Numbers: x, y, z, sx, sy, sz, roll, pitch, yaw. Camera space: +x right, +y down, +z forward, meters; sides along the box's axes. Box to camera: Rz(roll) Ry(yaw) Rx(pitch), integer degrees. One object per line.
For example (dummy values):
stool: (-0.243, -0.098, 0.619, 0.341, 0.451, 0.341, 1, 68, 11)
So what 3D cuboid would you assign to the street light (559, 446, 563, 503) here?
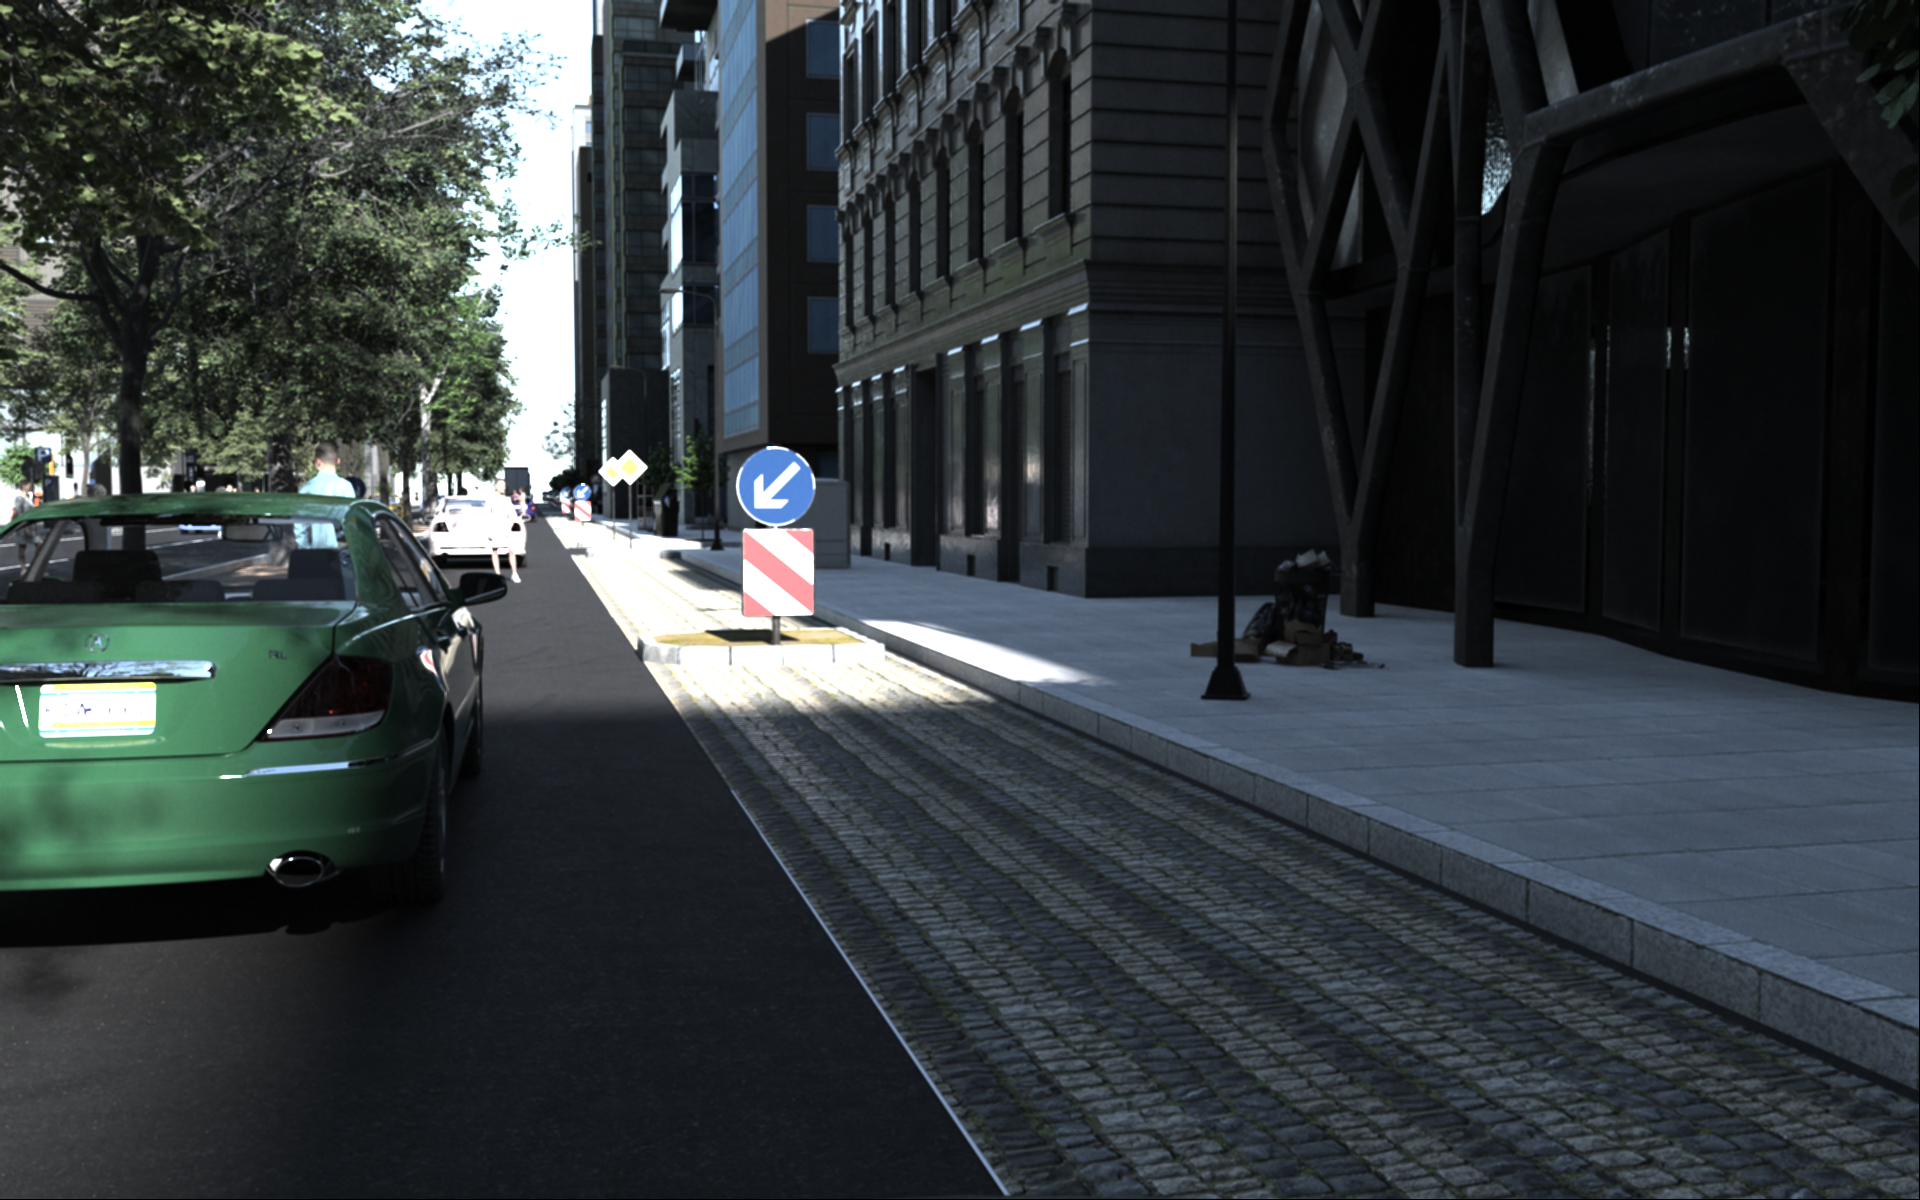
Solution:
street light: (-37.471, -11.842, 166.153, 1.470, 5.913, 1.316, -1, 4, -14)

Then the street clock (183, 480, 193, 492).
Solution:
street clock: (-40.819, -5.324, 91.614, 0.471, 2.002, 0.358, -2, 4, -30)

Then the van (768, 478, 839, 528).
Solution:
van: (-2.772, -2.246, 43.739, 4.112, 2.044, 2.013, -1, 4, -15)

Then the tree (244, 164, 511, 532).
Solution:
tree: (-18.095, -7.691, 53.962, 9.928, 11.665, 9.643, 0, 3, 0)

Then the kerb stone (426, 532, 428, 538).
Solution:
kerb stone: (-17.236, -2.037, 55.498, 0.120, 0.150, 1.000, -1, 4, -14)

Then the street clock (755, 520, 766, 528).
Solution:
street clock: (-4.218, -1.963, 36.663, 0.471, 2.002, 0.358, -3, 4, -38)

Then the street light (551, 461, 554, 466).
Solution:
street light: (-50.392, -15.013, 218.001, 1.470, 5.913, 1.316, -1, 4, -14)

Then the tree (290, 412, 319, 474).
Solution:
tree: (-50.622, -11.035, 130.780, 4.360, 8.622, 3.978, 0, 3, 0)

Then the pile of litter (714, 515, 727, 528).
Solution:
pile of litter: (-8.788, -3.208, 66.415, 1.719, 0.858, 1.176, 2, 4, 34)

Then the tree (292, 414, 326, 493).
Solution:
tree: (-51.607, -11.328, 135.571, 4.737, 8.622, 4.395, 0, 3, 0)

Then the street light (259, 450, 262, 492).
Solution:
street light: (-46.527, -8.810, 116.591, 1.470, 5.913, 1.316, -1, 4, -14)

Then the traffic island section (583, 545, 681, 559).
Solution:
traffic island section: (-7.466, -1.047, 39.395, 2.009, 0.180, 2.903, -1, 4, -14)

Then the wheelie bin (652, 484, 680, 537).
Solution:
wheelie bin: (-9.170, -2.819, 53.994, 0.693, 1.594, 0.980, 0, 4, -5)

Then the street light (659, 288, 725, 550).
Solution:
street light: (-6.073, -4.080, 39.253, 1.470, 5.913, 1.316, -1, 4, -14)

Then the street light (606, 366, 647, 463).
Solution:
street light: (-11.948, -5.522, 62.834, 1.470, 5.913, 1.316, -1, 4, -14)

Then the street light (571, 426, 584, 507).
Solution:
street light: (-25.824, -8.971, 119.212, 1.470, 5.913, 1.316, -1, 4, -14)

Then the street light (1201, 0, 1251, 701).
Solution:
street light: (1.149, -2.329, 10.620, 1.470, 5.913, 1.316, -1, 4, -14)

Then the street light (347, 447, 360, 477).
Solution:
street light: (-60.377, -12.221, 172.358, 1.470, 5.913, 1.316, -1, 4, -14)

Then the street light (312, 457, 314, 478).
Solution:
street light: (-53.385, -10.515, 144.460, 1.470, 5.913, 1.316, -1, 4, -14)

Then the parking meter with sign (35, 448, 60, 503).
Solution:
parking meter with sign: (-34.519, -4.254, 65.809, 0.543, 3.016, 1.738, -1, 4, -11)

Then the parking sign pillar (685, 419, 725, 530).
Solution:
parking sign pillar: (-9.248, -4.539, 62.691, 1.447, 3.967, 1.447, 0, 4, 5)

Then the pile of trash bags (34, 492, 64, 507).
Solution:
pile of trash bags: (-50.541, -5.321, 96.744, 3.447, 1.369, 1.912, 2, 4, 23)

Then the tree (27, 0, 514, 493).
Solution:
tree: (-13.308, -7.623, 33.756, 9.857, 13.997, 8.962, 0, 3, 0)

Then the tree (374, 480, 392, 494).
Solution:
tree: (-73.244, -13.762, 219.608, 1.663, 3.219, 1.824, 0, 3, 0)

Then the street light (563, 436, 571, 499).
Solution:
street light: (-30.665, -10.136, 138.271, 1.470, 5.913, 1.316, -1, 4, -14)

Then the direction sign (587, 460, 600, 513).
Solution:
direction sign: (-24.299, -7.511, 114.809, 0.876, 3.537, 0.379, -2, 4, -35)

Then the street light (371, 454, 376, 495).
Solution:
street light: (-66.724, -13.803, 198.227, 1.470, 5.913, 1.316, -1, 4, -14)

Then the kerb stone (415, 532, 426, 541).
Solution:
kerb stone: (-16.991, -1.976, 54.506, 0.120, 0.150, 1.000, -1, 4, -14)

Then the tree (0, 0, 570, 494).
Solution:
tree: (-9.958, -6.587, 20.520, 12.009, 13.543, 11.850, 0, 3, 0)

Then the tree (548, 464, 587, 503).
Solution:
tree: (-42.265, -12.521, 188.424, 4.285, 4.588, 4.351, 0, 3, 0)

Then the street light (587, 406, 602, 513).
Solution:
street light: (-18.833, -7.248, 91.044, 1.470, 5.913, 1.316, -1, 4, -14)

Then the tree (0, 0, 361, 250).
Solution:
tree: (-7.617, -5.530, 11.002, 7.486, 12.596, 7.792, 0, 3, 0)

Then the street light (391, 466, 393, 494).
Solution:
street light: (-73.596, -15.508, 226.094, 1.470, 5.913, 1.316, -1, 4, -14)

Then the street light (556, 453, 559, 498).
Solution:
street light: (-44.476, -13.564, 194.308, 1.470, 5.913, 1.316, -1, 4, -14)

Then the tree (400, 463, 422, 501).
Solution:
tree: (-84.597, -19.380, 267.220, 4.360, 8.622, 3.978, 0, 3, 0)

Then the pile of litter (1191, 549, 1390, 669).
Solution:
pile of litter: (2.492, 0.037, 13.360, 1.176, 0.858, 1.719, -1, 4, -21)

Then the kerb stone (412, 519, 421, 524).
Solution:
kerb stone: (-26.935, -3.887, 85.833, 0.120, 0.150, 1.000, -1, 4, -14)

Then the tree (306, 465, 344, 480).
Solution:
tree: (-58.886, -10.820, 160.614, 4.285, 4.588, 4.351, 0, 3, 0)

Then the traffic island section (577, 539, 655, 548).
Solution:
traffic island section: (-9.392, -1.521, 47.145, 2.009, 0.180, 2.903, -1, 4, -14)

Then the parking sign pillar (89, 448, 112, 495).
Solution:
parking sign pillar: (-49.559, -6.814, 99.882, 1.447, 3.967, 1.447, 1, 4, 14)
